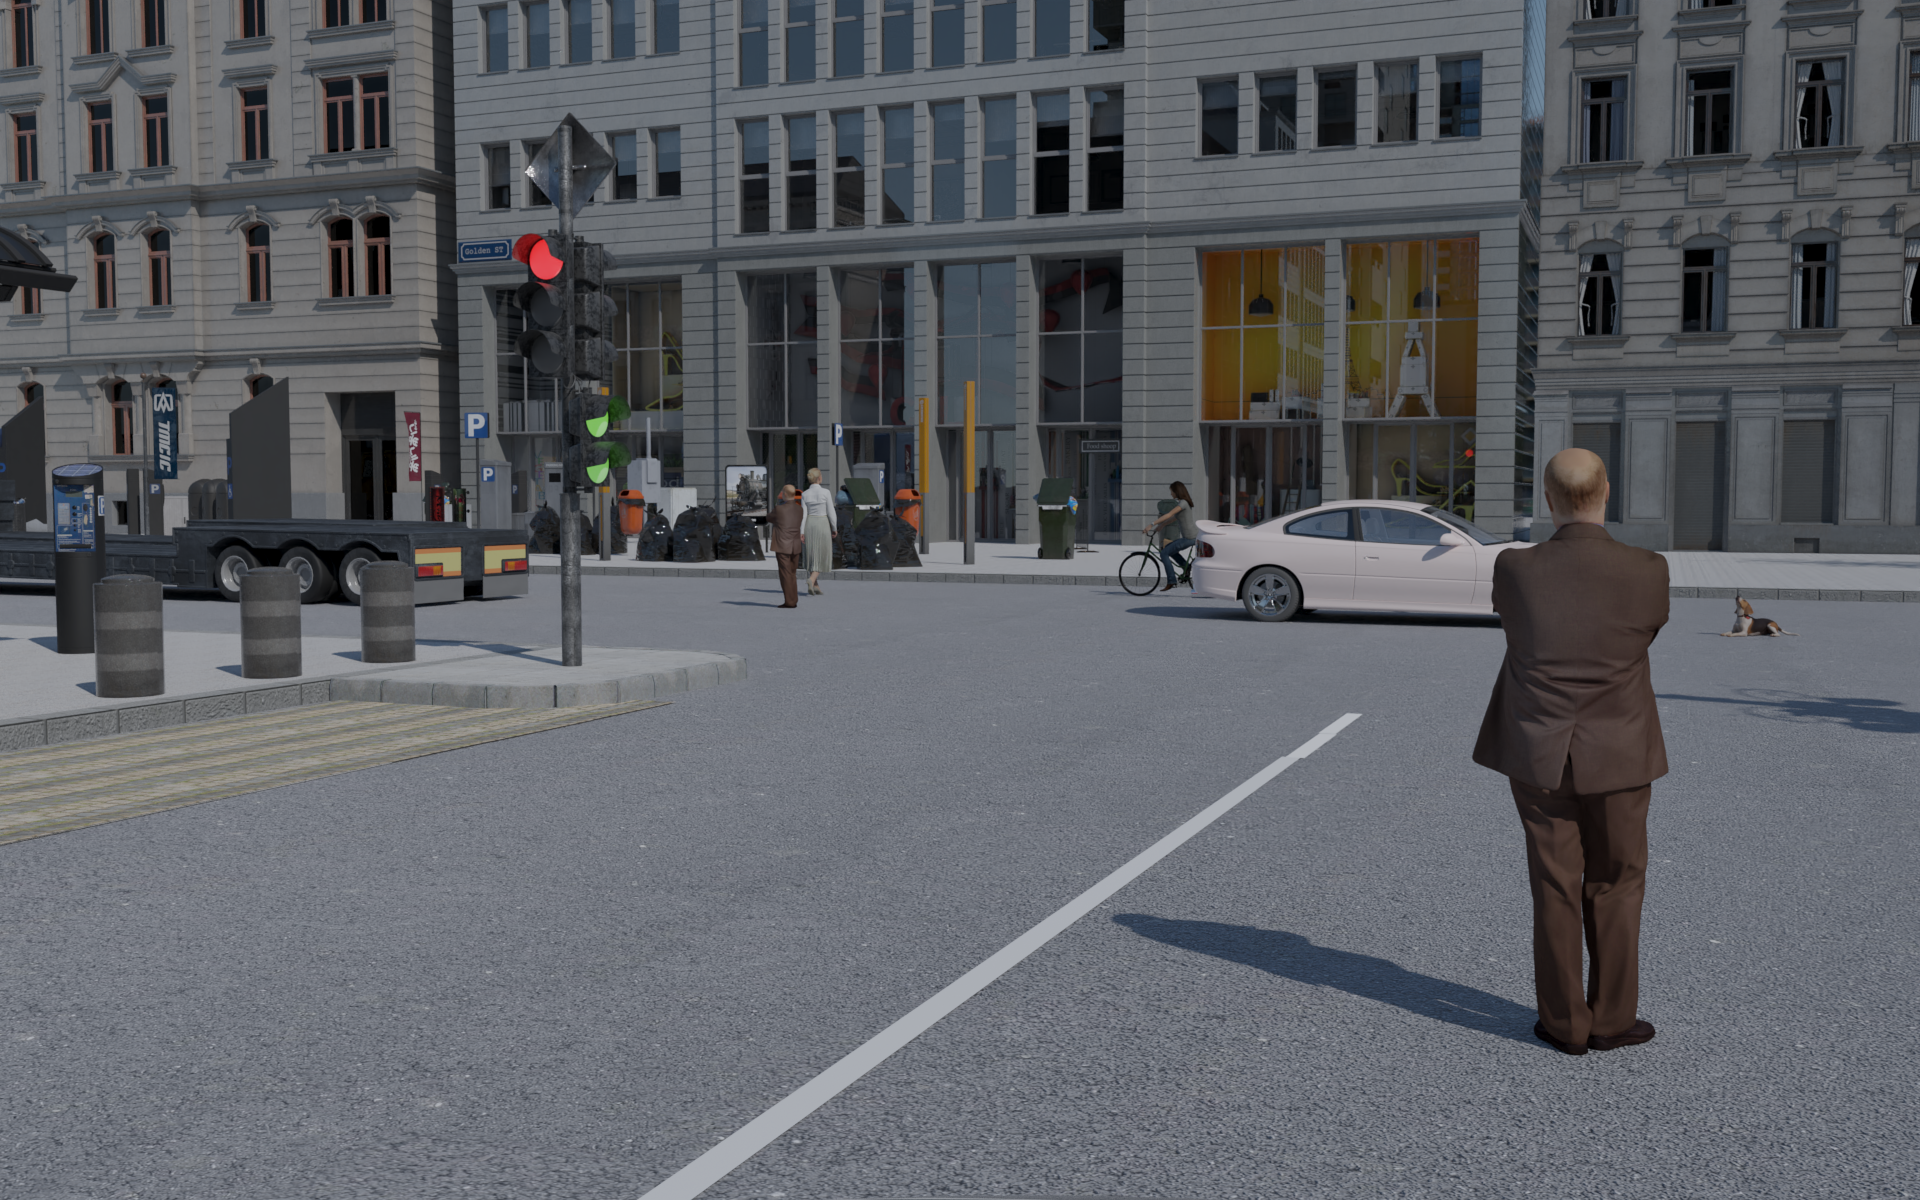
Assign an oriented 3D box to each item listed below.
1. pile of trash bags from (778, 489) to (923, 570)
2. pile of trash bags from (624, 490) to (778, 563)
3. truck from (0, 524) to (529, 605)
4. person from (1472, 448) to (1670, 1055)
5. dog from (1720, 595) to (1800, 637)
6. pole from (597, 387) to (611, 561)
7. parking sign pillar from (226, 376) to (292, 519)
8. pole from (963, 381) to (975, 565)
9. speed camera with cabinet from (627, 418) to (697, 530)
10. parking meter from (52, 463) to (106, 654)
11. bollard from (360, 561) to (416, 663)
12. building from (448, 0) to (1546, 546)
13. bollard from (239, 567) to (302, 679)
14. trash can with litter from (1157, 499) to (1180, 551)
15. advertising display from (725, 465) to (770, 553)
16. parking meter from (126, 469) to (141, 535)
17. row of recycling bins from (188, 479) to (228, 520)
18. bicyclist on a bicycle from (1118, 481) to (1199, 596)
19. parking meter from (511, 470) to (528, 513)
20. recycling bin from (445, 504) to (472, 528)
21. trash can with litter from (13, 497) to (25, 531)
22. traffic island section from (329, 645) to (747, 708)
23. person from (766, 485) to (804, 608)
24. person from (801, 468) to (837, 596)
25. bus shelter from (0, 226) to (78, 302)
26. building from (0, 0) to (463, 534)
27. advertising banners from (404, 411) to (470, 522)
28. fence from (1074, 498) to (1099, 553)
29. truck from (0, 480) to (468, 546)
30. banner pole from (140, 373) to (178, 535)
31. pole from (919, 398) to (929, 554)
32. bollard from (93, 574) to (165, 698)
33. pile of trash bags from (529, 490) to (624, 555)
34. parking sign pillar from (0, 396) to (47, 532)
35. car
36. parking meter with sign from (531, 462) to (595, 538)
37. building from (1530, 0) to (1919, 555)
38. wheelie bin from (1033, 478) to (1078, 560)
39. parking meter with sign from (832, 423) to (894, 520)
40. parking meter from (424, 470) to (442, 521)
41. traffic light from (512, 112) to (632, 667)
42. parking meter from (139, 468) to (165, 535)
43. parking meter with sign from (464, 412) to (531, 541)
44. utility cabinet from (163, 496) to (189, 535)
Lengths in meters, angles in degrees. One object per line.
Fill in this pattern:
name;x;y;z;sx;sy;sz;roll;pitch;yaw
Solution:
pile of trash bags;-1.518;-1.283;30.722;1.912;1.369;3.447;1;4;22
pile of trash bags;-4.475;-1.465;33.706;3.447;1.369;1.912;-3;4;-38
truck;-15.049;-2.230;26.214;18.799;4.110;2.967;1;4;22
person;1.591;0.382;4.521;0.482;1.546;0.388;1;4;21
dog;8.078;0.167;17.460;0.748;0.427;0.550;2;4;25
pole;-6.829;-2.408;33.222;0.158;3.312;0.155;0;3;0
parking sign pillar;-15.991;-3.121;39.500;1.447;3.967;1.447;-3;4;-39
pole;0.165;-2.298;31.422;0.158;3.312;0.155;0;3;0
speed camera with cabinet;-7.828;-3.133;45.564;0.660;3.252;2.038;2;4;34
parking meter;-7.113;-0.342;14.002;0.372;1.533;0.369;0;3;0
bollard;-4.391;0.087;13.291;0.404;0.777;0.398;0;3;0
building;1.058;-16.628;49.363;29.804;29.767;11.434;1;4;22
bollard;-4.844;0.155;12.178;0.404;0.777;0.398;0;3;0
trash can with litter;4.592;-1.591;37.403;0.624;1.170;1.055;0;4;0
advertising display;-4.659;-2.003;37.969;0.974;1.923;0.123;0;4;8
parking meter;-19.057;-2.093;39.940;0.255;1.863;0.399;-2;4;-29
row of recycling bins;-19.312;-2.365;45.785;3.534;1.692;1.069;3;5;40
bicyclist on a bicycle;2.964;-0.855;24.005;1.625;1.676;1.499;1;4;23
parking meter;-10.927;-2.277;42.937;0.399;1.863;0.255;3;5;41
recycling bin;-12.321;-1.807;42.102;0.722;1.027;0.722;0;3;0
trash can with litter;-20.468;-1.664;38.271;1.678;1.210;2.233;1;4;15
traffic island section;-2.916;0.570;12.959;2.009;0.180;2.903;1;4;22
person;-2.203;-0.672;21.758;0.482;1.546;0.388;-3;5;-40
person;-2.034;-0.959;24.399;0.478;1.798;0.641;1;4;23
bus shelter;-8.411;-1.015;10.526;2.014;3.302;5.546;1;4;22
building;-23.881;-16.700;60.431;23.554;28.519;14.401;1;4;22
advertising banners;-11.331;-2.529;37.542;0.090;3.025;2.074;1;4;22
fence;2.754;-1.701;39.020;0.480;1.192;2.264;0;4;-3
truck;-17.765;-2.615;32.511;18.799;4.110;2.967;1;4;21
banner pole;-16.617;-2.804;35.857;0.863;3.779;0.401;0;4;-6
pole;-0.766;-2.627;36.789;0.158;3.312;0.155;0;3;0
bollard;-5.301;0.224;11.052;0.404;0.777;0.398;0;3;0
pile of trash bags;-7.769;-1.657;36.837;1.912;1.369;3.447;-3;5;-45
parking sign pillar;-25.587;-3.590;47.165;1.447;3.967;1.447;1;4;17
car;5.033;-0.443;19.608;4.827;1.381;2.083;2;4;23
parking meter with sign;-9.657;-2.788;41.843;1.738;3.016;0.543;0;4;5
building;23.012;-11.662;39.827;18.267;20.994;9.793;1;4;22
wheelie bin;1.896;-1.602;34.106;0.980;1.594;0.693;1;4;23
parking meter with sign;-2.233;-2.826;42.467;1.738;3.016;0.543;1;4;17
parking meter;-12.947;-2.258;42.628;0.255;1.863;0.399;2;4;24
traffic light;-2.883;-1.461;12.810;0.839;4.253;0.868;1;4;22
parking meter;-18.279;-2.054;39.290;0.399;1.863;0.255;-3;5;-42
parking meter with sign;-10.133;-2.547;37.910;0.543;3.016;1.738;1;4;14
utility cabinet;-21.699;-2.247;47.903;0.306;1.237;1.020;2;4;24
